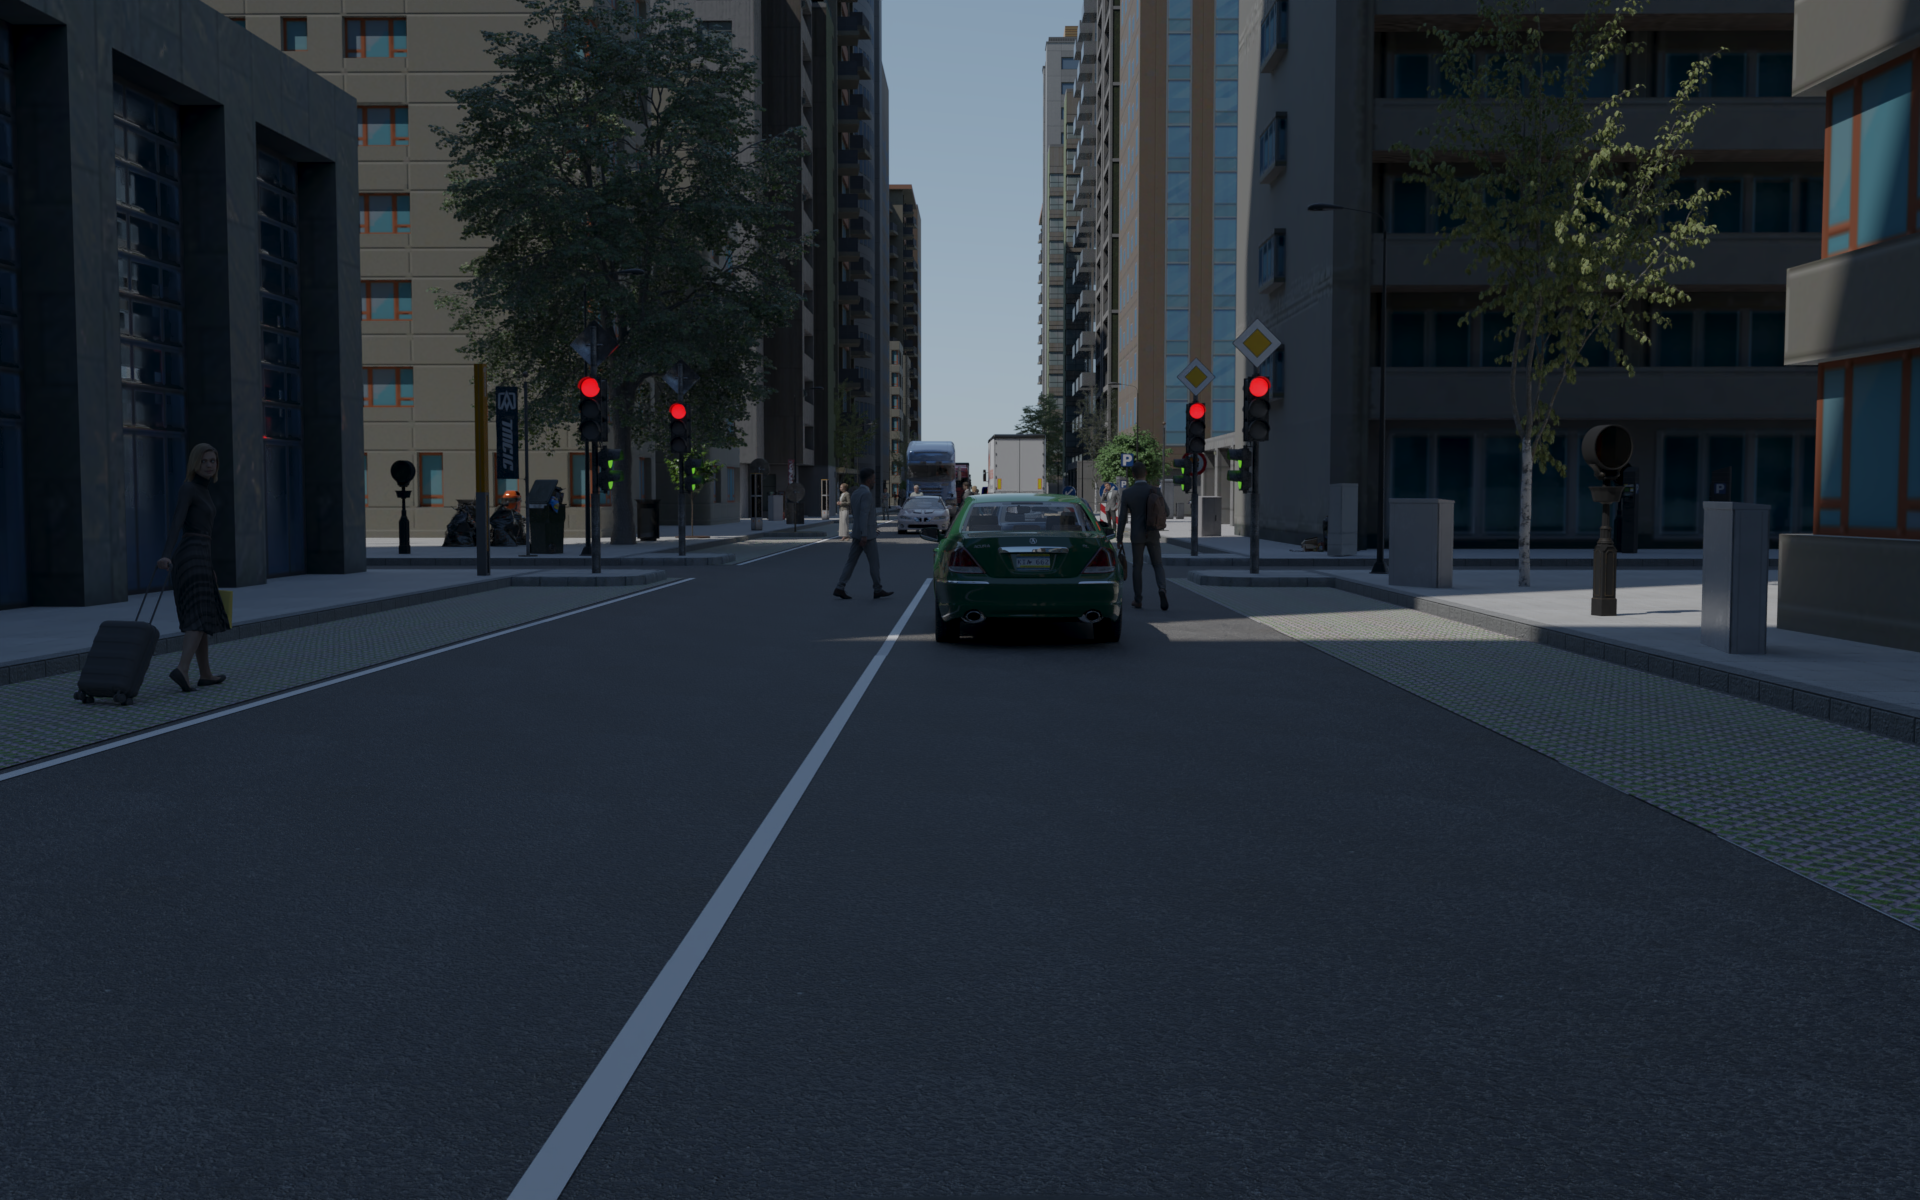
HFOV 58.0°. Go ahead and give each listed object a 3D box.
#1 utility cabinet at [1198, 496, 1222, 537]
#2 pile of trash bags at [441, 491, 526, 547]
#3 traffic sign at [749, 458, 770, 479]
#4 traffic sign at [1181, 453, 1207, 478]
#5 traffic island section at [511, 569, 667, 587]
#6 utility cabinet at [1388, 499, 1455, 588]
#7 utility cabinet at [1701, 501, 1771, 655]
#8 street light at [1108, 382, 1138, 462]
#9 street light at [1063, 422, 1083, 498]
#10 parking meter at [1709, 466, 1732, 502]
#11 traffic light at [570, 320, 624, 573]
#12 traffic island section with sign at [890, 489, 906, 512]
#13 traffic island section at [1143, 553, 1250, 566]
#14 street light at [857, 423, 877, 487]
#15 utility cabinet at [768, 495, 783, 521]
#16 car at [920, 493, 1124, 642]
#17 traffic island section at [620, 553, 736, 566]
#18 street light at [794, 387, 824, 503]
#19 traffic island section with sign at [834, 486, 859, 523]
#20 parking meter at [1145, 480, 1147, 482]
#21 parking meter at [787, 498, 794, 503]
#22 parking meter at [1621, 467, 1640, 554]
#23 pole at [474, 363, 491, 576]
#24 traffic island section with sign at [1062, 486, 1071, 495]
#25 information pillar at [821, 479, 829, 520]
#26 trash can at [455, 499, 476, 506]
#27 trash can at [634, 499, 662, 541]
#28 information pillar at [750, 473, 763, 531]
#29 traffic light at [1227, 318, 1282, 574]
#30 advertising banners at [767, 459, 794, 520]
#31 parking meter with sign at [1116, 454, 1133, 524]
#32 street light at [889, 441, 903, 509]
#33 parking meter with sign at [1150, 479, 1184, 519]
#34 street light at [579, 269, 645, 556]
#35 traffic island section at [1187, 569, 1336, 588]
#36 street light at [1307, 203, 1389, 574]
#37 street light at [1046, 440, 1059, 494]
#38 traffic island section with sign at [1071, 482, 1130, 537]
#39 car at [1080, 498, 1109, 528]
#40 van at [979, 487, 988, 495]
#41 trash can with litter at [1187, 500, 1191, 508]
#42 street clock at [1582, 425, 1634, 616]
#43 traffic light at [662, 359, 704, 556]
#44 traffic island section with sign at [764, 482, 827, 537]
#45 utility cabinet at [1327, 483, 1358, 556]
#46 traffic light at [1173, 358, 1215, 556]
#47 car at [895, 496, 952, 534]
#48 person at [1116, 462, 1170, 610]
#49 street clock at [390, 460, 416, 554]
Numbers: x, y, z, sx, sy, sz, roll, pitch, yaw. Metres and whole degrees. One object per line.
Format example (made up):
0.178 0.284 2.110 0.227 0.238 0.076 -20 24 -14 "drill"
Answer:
7.539 -2.532 52.564 0.306 1.237 1.020 3 5 44 "utility cabinet"
-11.691 -2.067 43.541 1.912 1.369 3.447 0 4 2 "pile of trash bags"
-7.138 -3.761 61.606 0.768 2.556 0.104 1 4 11 "traffic sign"
6.752 -3.057 50.084 0.768 2.556 0.104 0 4 2 "traffic sign"
-5.918 -0.356 28.098 2.009 0.180 2.903 0 4 1 "traffic island section"
6.390 -0.786 24.005 0.306 1.237 1.020 -2 4 -26 "utility cabinet"
6.411 -0.194 14.327 0.306 1.237 1.020 1 4 11 "utility cabinet"
6.838 -6.088 72.082 1.470 5.913 1.316 0 4 1 "street light"
7.306 -8.465 110.936 1.470 5.913 1.316 0 4 1 "street light"
16.081 -1.893 36.658 0.399 1.863 0.255 2 4 32 "parking meter"
-5.879 -2.388 27.963 0.839 4.253 0.868 0 4 1 "traffic light"
-4.434 -7.767 135.622 1.989 1.847 2.006 0 4 1 "traffic island section with sign"
4.883 -0.835 35.930 2.009 0.180 2.903 0 4 1 "traffic island section"
-6.145 -8.614 113.372 1.470 5.913 1.316 0 4 1 "street light"
-8.863 -4.405 83.182 0.306 1.237 1.020 1 4 22 "utility cabinet"
0.637 -0.391 18.197 2.131 1.459 4.920 0 4 -1 "car"
-5.807 -0.844 36.083 2.009 0.180 2.903 0 4 1 "traffic island section"
-6.605 -6.277 75.165 1.470 5.913 1.316 0 4 1 "street light"
-5.129 -4.681 85.159 1.989 1.847 2.006 0 4 1 "traffic island section with sign"
7.793 -4.185 74.130 0.399 1.863 0.255 2 4 35 "parking meter"
-8.030 -4.501 82.005 0.372 1.533 0.369 0 3 0 "parking meter"
14.484 -1.939 37.414 0.255 1.863 0.399 3 4 36 "parking meter"
-7.495 -2.038 27.161 0.158 3.312 0.155 0 3 0 "pole"
5.244 -4.702 85.507 1.989 1.847 2.006 0 4 1 "traffic island section with sign"
-6.755 -5.044 86.965 0.304 2.012 0.304 1 4 20 "information pillar"
-13.122 -2.125 46.392 0.748 1.137 0.748 0 3 0 "trash can"
-8.532 -2.186 47.399 0.748 1.137 0.748 0 3 0 "trash can"
-7.154 -3.451 60.916 0.304 2.012 0.304 -3 5 -41 "information pillar"
4.732 -2.380 27.832 0.839 4.253 0.868 0 4 1 "traffic light"
-8.867 -5.488 85.910 0.090 3.025 2.074 2 4 35 "advertising banners"
7.105 -4.852 75.589 0.543 3.016 1.738 0 4 -7 "parking meter with sign"
-5.662 -10.990 152.226 1.470 5.913 1.316 0 4 1 "street light"
10.511 -5.611 88.002 1.738 3.016 0.543 -1 4 -9 "parking meter with sign"
-7.196 -3.873 35.858 1.470 5.913 1.316 0 4 1 "street light"
4.772 -0.346 27.945 2.009 0.180 2.903 0 4 1 "traffic island section"
6.240 -3.380 27.798 1.470 5.913 1.316 0 4 1 "street light"
7.862 -10.745 148.221 1.470 5.913 1.316 0 4 1 "street light"
4.872 -3.054 58.554 1.989 1.847 2.006 0 4 1 "traffic island section with sign"
1.163 -0.779 24.741 2.014 1.417 4.499 0 4 0 "car"
2.601 -8.367 141.176 2.240 2.365 5.245 0 4 0 "van"
11.118 -4.251 80.884 0.624 1.170 1.055 3 4 36 "trash can with litter"
6.789 -0.834 18.204 0.471 2.002 0.358 -1 4 -14 "street clock"
-5.767 -2.876 35.947 0.839 4.253 0.868 0 4 1 "traffic light"
-5.513 -3.032 58.206 1.989 1.847 2.006 0 4 1 "traffic island section with sign"
7.928 -1.666 35.913 0.318 1.500 1.173 2 4 28 "utility cabinet"
4.843 -2.868 35.816 0.839 4.253 0.868 0 4 1 "traffic light"
-1.314 -3.121 63.395 2.083 1.381 4.827 0 3 0 "car"
2.280 -0.799 21.521 0.622 1.834 0.822 -1 4 -9 "person"
-11.893 -1.985 37.032 0.471 2.002 0.358 1 4 8 "street clock"
